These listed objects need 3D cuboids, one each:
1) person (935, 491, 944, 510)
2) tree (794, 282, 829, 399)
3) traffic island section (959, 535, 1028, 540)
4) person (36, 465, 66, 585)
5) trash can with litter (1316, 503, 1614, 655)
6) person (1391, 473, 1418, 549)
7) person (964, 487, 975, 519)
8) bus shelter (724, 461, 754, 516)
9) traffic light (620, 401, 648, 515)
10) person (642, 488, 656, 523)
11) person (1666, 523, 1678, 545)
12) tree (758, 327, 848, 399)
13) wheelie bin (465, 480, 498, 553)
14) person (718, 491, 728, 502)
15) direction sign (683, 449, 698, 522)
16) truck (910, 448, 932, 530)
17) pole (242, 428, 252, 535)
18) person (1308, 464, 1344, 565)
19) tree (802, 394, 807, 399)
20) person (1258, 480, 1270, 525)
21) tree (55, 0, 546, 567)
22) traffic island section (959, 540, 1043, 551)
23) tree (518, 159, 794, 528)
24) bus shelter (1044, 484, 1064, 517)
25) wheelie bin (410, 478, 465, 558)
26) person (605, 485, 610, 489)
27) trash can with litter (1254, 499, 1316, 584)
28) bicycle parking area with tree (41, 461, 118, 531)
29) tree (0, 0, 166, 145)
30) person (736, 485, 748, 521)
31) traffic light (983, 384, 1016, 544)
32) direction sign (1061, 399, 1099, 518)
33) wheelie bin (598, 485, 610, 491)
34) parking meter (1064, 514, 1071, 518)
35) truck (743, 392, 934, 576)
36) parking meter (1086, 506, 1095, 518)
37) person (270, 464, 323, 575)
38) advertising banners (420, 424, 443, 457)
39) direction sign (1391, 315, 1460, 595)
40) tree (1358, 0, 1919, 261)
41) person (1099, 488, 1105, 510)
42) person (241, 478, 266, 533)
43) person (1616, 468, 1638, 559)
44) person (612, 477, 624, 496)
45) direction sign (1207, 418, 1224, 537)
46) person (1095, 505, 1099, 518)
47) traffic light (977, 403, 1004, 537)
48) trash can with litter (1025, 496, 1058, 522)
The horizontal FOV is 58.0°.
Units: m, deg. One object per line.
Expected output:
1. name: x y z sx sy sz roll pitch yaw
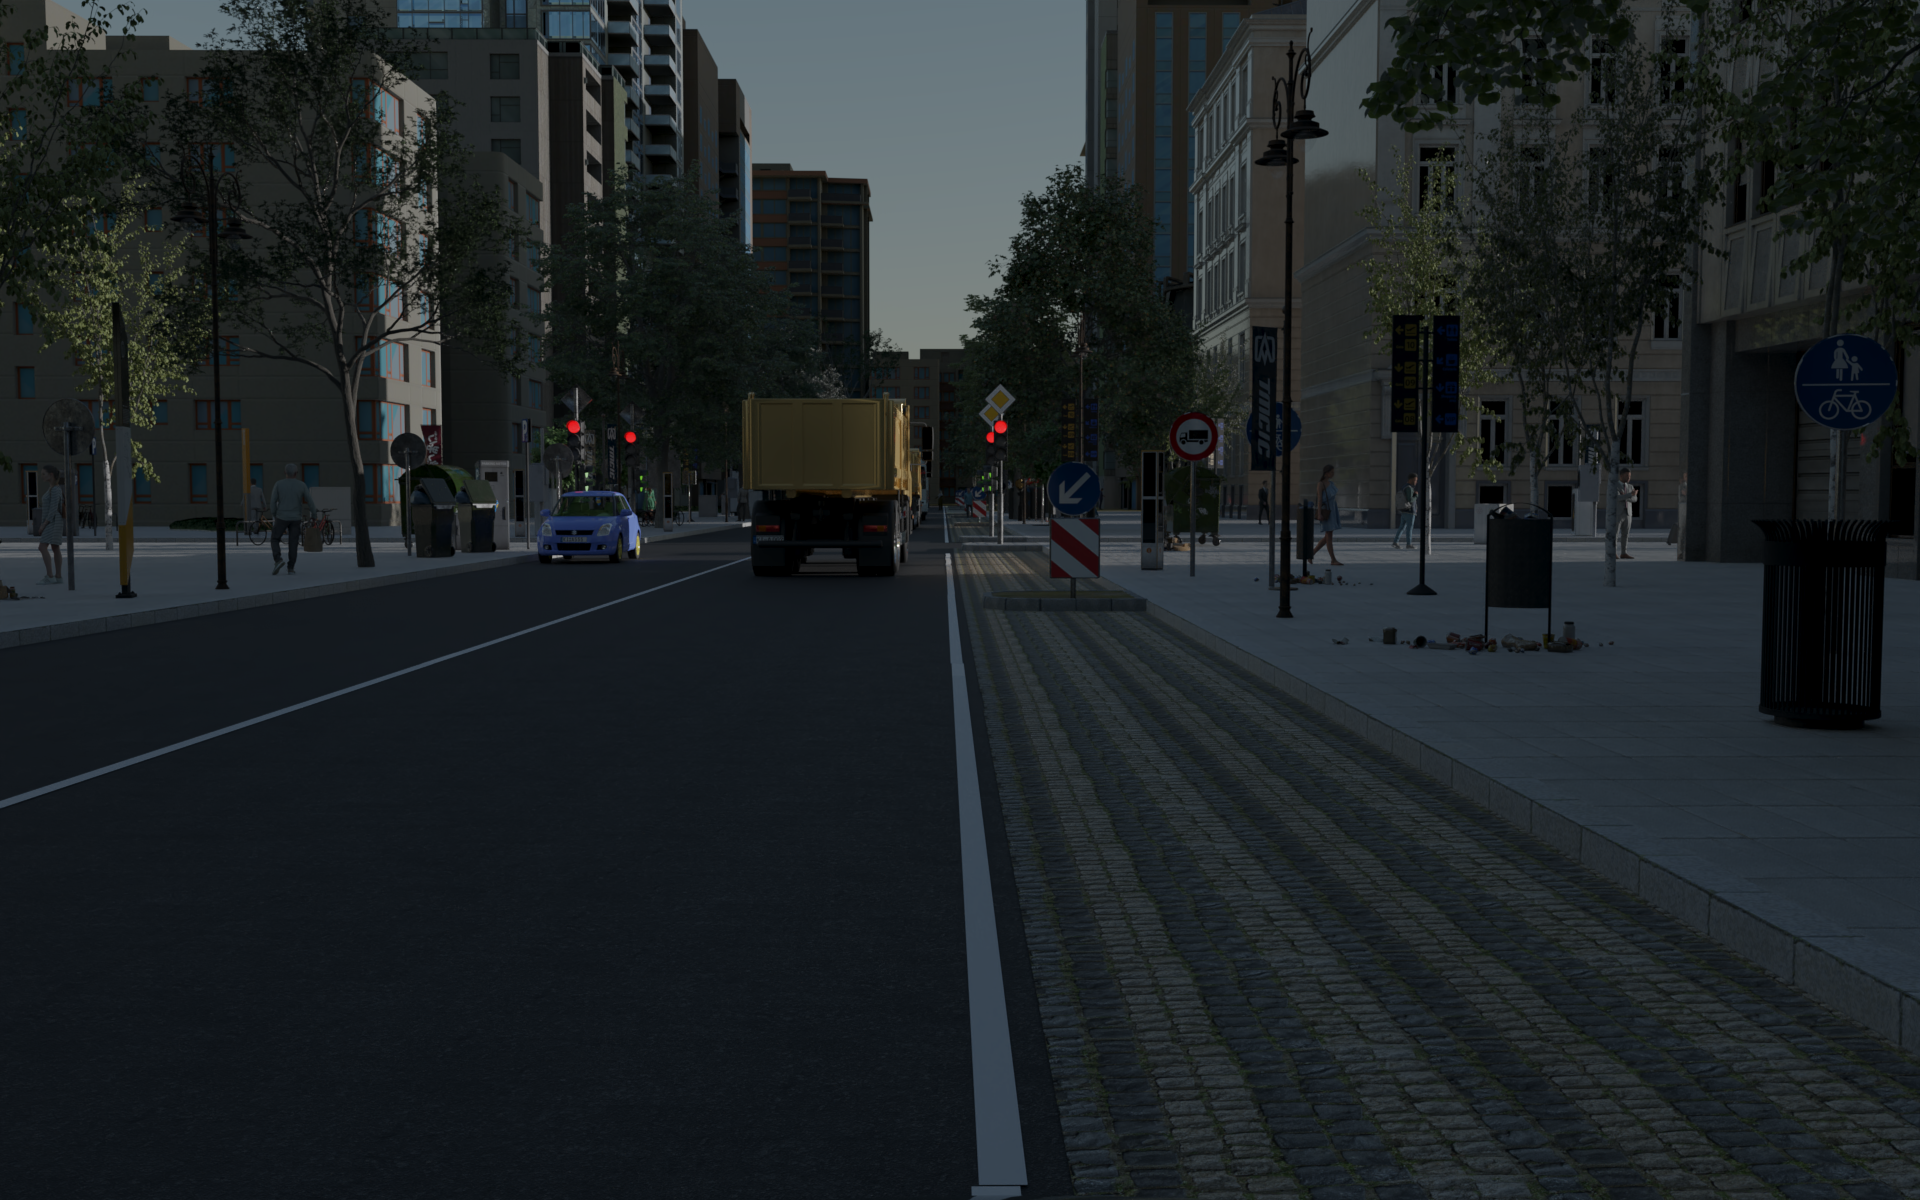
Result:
1. person: -1.795 -8.817 153.385 0.721 1.736 1.217 -3 5 -43
2. tree: -11.081 -11.138 88.761 9.857 13.997 8.962 0 3 0
3. traffic island section: 0.971 -1.840 52.362 2.009 0.180 2.903 0 4 -1
4. person: -12.970 -1.083 24.748 0.522 1.701 0.512 -3 4 -36
5. trash can with litter: 4.307 -0.216 14.587 2.233 1.210 1.678 1 4 23
6. person: 10.479 -2.087 40.511 0.721 1.781 0.623 -1 4 -16
7. person: 0.557 -5.441 97.474 0.660 1.820 0.620 0 4 2
8. bus shelter: -12.808 -6.701 103.487 2.014 3.302 5.546 0 4 -1
9. traffic light: -9.830 -3.866 52.125 0.839 4.253 0.868 0 4 -1
10. person: -13.664 -4.267 76.060 0.600 1.795 0.529 -2 4 -32
11. person: 18.167 -2.226 42.653 0.699 1.804 1.509 -1 4 -11
12. tree: -12.228 -13.171 125.715 12.009 13.543 11.850 0 3 0
13. wheelie bin: -10.661 -1.845 38.072 0.693 1.594 0.980 3 5 41
14. person: -18.773 -8.119 138.788 0.705 1.824 1.348 3 5 43
15. direction sign: -12.477 -5.392 80.164 0.379 3.537 0.876 3 5 40
16. truck: -2.997 -4.684 72.509 3.469 3.379 9.791 0 4 1
17. pole: -22.143 -3.665 53.763 0.158 3.312 0.155 0 3 0
18. person: 6.539 -1.525 31.071 0.616 1.811 0.778 -3 5 -44
19. tree: -11.232 -9.818 110.890 4.737 8.622 4.395 0 3 0
20. person: 12.764 -4.067 72.323 0.659 1.850 0.755 -2 4 -35
21. tree: -10.771 -5.858 30.198 7.601 10.594 8.767 1 4 10
22. traffic island section: 1.050 -1.351 44.377 2.009 0.180 2.903 0 4 -1
23. tree: -11.350 -9.695 65.169 9.857 13.997 8.962 0 3 0
24. bus shelter: 5.450 -6.561 98.560 1.731 3.624 6.357 0 4 -1
25. wheelie bin: -10.704 -1.663 35.095 0.693 1.594 0.980 2 4 28
26. person: -17.154 -4.742 83.761 0.537 1.800 0.526 -3 5 -40
27. trash can with litter: 5.156 -0.874 25.340 1.678 1.210 2.233 1 4 11
28. bicycle parking area with tree: -33.869 -4.489 60.401 8.231 4.147 9.016 -1 4 -23
29. tree: -10.579 -4.134 17.950 4.737 8.622 4.395 0 3 0
30. person: -10.228 -4.586 81.200 0.592 1.802 0.473 -2 4 -24
31. traffic light: 1.010 -3.385 44.263 0.839 4.253 0.868 0 4 -1
32. direction sign: 2.846 -3.009 41.186 0.876 3.537 0.379 0 4 8
33. wheelie bin: -12.625 -3.264 61.271 0.693 1.594 0.980 0 4 -8
34. parking meter: 5.110 -4.663 81.945 0.399 1.863 0.255 1 4 20
35. truck: -2.340 -2.326 33.955 3.469 3.379 9.791 0 4 1
36. parking meter: 5.519 -3.963 73.210 0.372 1.533 0.369 0 3 0
37. person: -10.629 -1.296 27.712 0.782 1.767 0.515 -2 4 -28
38. advertising banners: -12.577 -2.919 43.906 2.074 3.025 0.090 -2 4 -23
39. direction sign: 5.893 -1.834 21.991 0.876 3.537 0.379 0 4 -6
40. tree: 4.480 -5.477 7.678 7.486 12.596 7.792 0 3 0
41. person: 11.613 -8.264 141.606 0.568 1.767 0.683 -1 4 -20
42. person: -22.674 -3.016 55.636 0.678 1.792 0.850 -3 5 -40
43. person: 13.106 -1.709 34.167 0.511 1.800 0.466 -2 4 -31
44. person: -11.177 -3.076 56.105 0.755 1.850 0.659 2 4 25
45. direction sign: 7.666 -3.672 52.031 0.379 3.537 0.876 3 5 40
46. person: 7.272 -5.323 93.911 0.643 1.720 0.563 -1 4 -9
47. traffic light: 0.931 -3.873 52.247 0.839 4.253 0.868 0 4 -1
48. trash can with litter: 4.060 -4.561 85.623 2.233 1.210 1.678 0 4 -6
